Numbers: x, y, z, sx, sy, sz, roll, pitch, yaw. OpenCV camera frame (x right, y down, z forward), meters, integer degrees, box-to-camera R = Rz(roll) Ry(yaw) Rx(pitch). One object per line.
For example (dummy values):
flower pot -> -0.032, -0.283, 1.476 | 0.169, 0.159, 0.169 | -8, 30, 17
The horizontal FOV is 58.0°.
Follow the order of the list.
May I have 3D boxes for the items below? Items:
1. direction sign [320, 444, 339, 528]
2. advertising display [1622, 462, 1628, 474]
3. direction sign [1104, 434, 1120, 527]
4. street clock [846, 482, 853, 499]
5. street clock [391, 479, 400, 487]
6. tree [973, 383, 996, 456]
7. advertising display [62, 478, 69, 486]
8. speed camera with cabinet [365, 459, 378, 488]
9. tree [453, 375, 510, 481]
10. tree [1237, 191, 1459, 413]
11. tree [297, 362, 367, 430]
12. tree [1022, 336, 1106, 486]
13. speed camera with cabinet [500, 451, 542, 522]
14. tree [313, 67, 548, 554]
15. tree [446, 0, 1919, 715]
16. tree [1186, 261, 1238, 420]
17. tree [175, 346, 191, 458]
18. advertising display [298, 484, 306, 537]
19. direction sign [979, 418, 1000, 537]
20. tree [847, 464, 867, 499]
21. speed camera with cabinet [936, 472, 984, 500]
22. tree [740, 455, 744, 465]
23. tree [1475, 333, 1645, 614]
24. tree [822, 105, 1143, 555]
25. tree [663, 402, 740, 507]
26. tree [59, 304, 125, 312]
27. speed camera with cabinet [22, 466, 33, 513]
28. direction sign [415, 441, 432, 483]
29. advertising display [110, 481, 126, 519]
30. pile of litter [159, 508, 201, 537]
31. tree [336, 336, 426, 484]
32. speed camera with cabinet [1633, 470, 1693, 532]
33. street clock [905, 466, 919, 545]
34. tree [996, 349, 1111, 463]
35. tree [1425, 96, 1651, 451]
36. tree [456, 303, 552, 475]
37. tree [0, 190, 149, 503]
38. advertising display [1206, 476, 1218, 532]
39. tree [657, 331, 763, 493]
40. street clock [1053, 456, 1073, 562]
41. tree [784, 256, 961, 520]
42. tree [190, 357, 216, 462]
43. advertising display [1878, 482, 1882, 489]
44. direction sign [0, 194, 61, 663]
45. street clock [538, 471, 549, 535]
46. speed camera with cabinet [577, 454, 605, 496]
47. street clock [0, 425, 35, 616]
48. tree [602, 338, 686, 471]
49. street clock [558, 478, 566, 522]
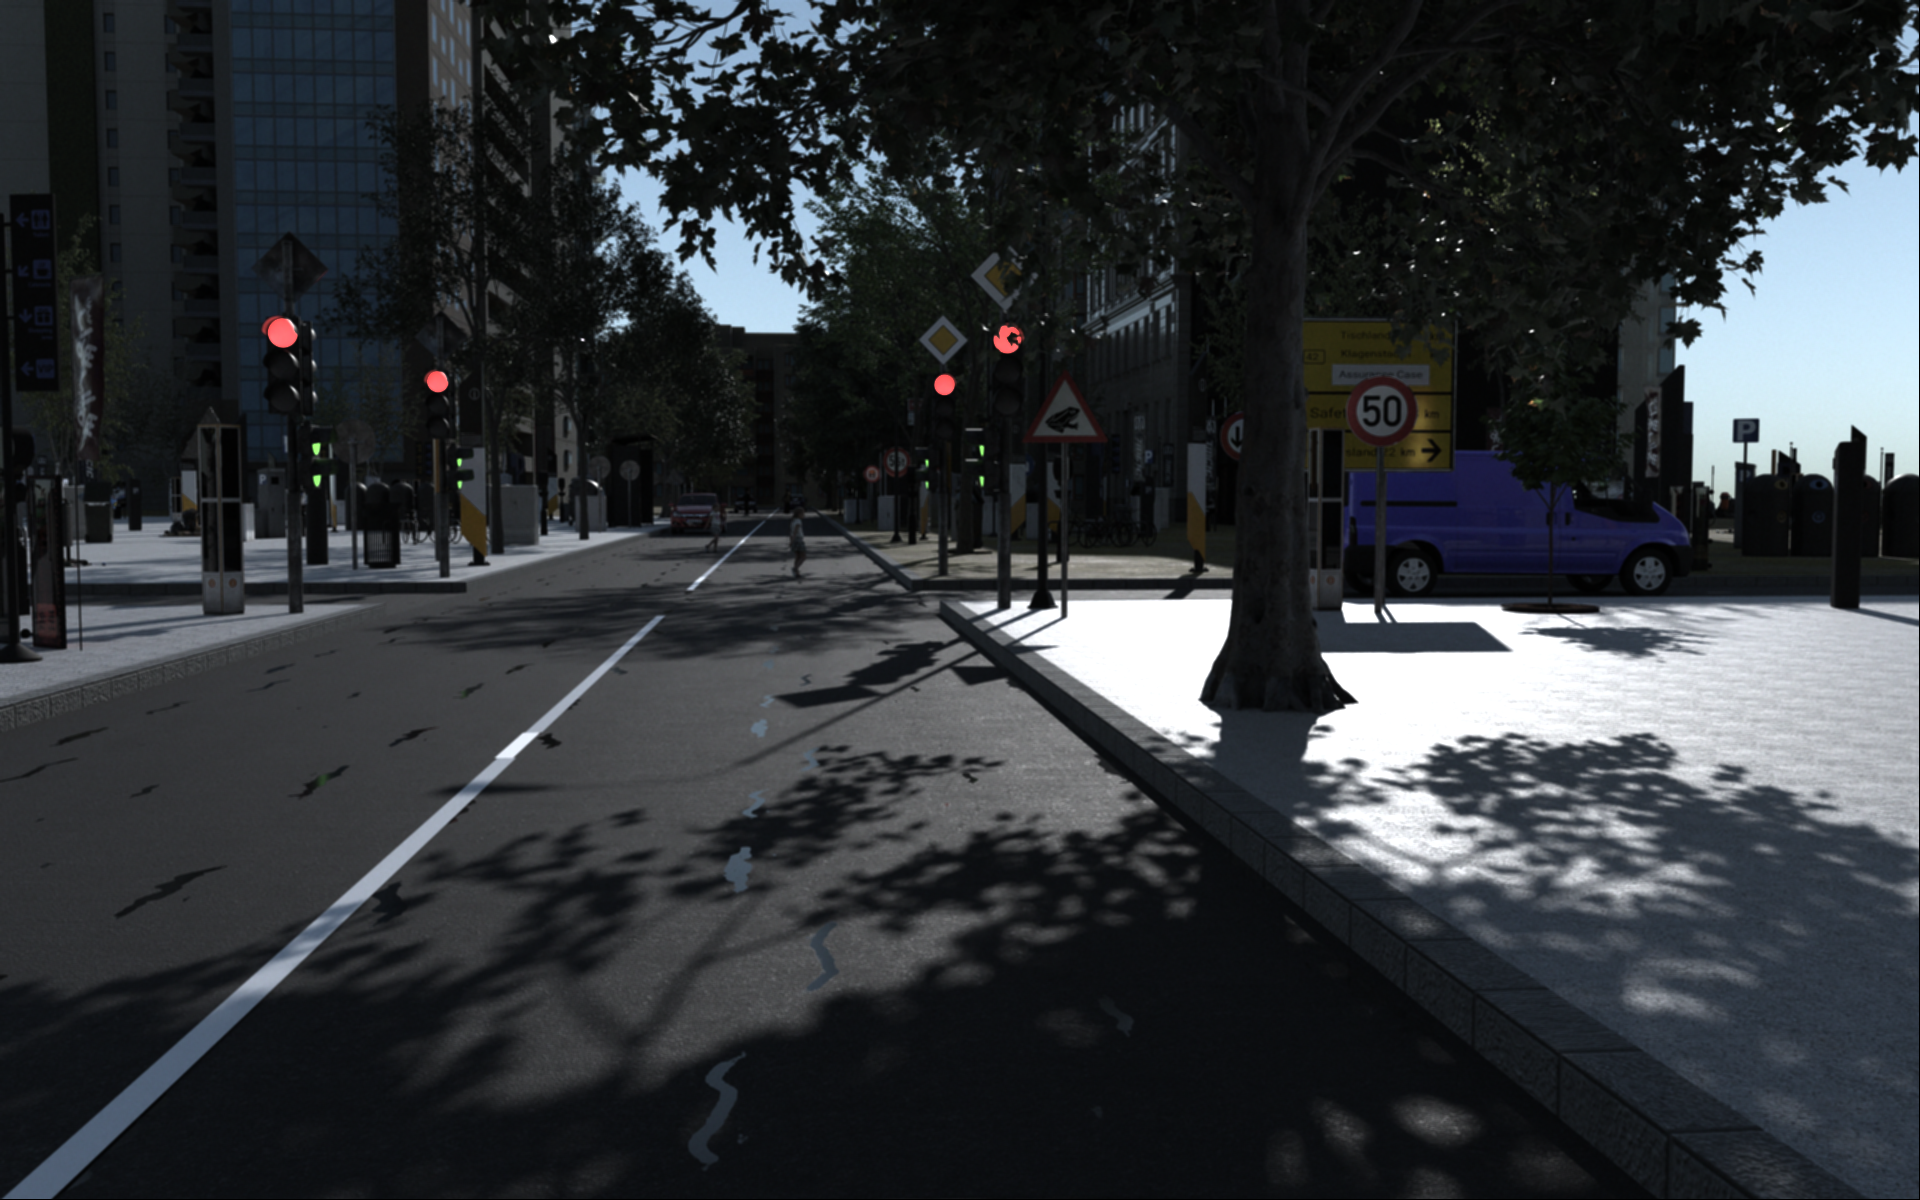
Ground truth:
direction sign -> -24.118, -4.538, 66.188 | 0.379, 3.537, 0.876 | 2, 4, 32
advertising display -> 13.090, -1.839, 35.284 | 0.974, 1.923, 0.123 | 3, 5, 44
direction sign -> 5.628, -4.492, 65.444 | 0.876, 3.537, 0.379 | -1, 4, -16
street clock -> -6.057, -5.552, 95.343 | 0.358, 2.002, 0.471 | -3, 5, -39
street clock -> -27.851, -4.954, 85.569 | 0.471, 2.002, 0.358 | -2, 4, -29
tree -> 2.124, -9.217, 101.054 | 4.737, 8.622, 4.395 | 0, 3, 0
advertising display -> -35.311, -3.860, 68.328 | 0.123, 1.923, 0.974 | -1, 4, -15
speed camera with cabinet -> -29.533, -5.685, 87.279 | 0.660, 3.252, 2.038 | -2, 4, -24
tree -> -27.230, -9.050, 98.337 | 4.737, 8.622, 4.395 | 0, 3, 0
tree -> 9.731, -5.618, 42.218 | 4.737, 8.622, 4.395 | 0, 3, 0
tree -> -35.169, -8.941, 96.542 | 4.737, 8.622, 4.395 | 0, 3, 0
tree -> 4.546, -7.798, 77.862 | 4.360, 8.622, 3.978 | 0, 3, 0
speed camera with cabinet -> -20.159, -5.188, 79.162 | 2.038, 3.252, 0.660 | -2, 4, -26
tree -> -9.854, -6.291, 37.269 | 8.767, 10.594, 7.601 | 1, 4, 11
tree -> 1.909, -5.698, 10.168 | 9.611, 12.733, 9.660 | 0, 3, 0
tree -> 9.372, -6.415, 55.249 | 4.737, 8.622, 4.395 | 0, 3, 0
tree -> -37.969, -7.899, 79.505 | 4.360, 8.622, 3.978 | 0, 3, 0
advertising display -> -19.778, -2.879, 52.293 | 0.123, 1.923, 0.974 | 0, 4, -1
direction sign -> 1.015, -3.656, 51.766 | 0.876, 3.537, 0.379 | 0, 4, 0
tree -> -5.365, -6.082, 94.040 | 1.663, 3.219, 1.824 | 0, 3, 0
speed camera with cabinet -> 0.019, -4.786, 72.582 | 2.038, 3.252, 0.660 | -2, 4, -27
tree -> -22.872, -13.522, 171.444 | 4.737, 8.622, 4.395 | 0, 3, 0
tree -> 6.473, -1.483, 18.855 | 1.663, 3.219, 1.824 | 0, 3, 0
tree -> 0.260, -6.797, 36.892 | 9.928, 11.665, 9.643 | 0, 3, 0
tree -> -17.689, -9.913, 112.438 | 4.737, 8.622, 4.395 | 0, 3, 0
tree -> -32.544, -6.983, 64.530 | 4.360, 8.622, 3.978 | 0, 3, 0
speed camera with cabinet -> -31.601, -3.854, 57.341 | 2.038, 3.252, 0.660 | 2, 4, 26
direction sign -> -23.144, -5.063, 74.780 | 0.379, 3.537, 0.876 | 2, 4, 30
advertising display -> -43.128, -5.099, 88.576 | 0.123, 1.923, 0.974 | 2, 4, 31
pile of litter -> -23.347, -2.361, 52.568 | 1.719, 0.858, 1.176 | 0, 4, -6
tree -> -26.633, -7.892, 79.390 | 4.360, 8.622, 3.978 | 0, 3, 0
speed camera with cabinet -> 24.109, -3.972, 59.281 | 2.038, 3.252, 0.660 | -1, 4, -11
street clock -> -1.212, -2.416, 44.066 | 0.358, 2.002, 0.471 | 0, 4, 4
tree -> 5.132, -8.273, 85.620 | 4.737, 8.622, 4.395 | 0, 3, 0
tree -> 10.220, -4.958, 31.430 | 4.360, 8.622, 3.978 | 0, 3, 0
tree -> -17.716, -7.090, 66.288 | 4.360, 8.622, 3.978 | 0, 3, 0
tree -> -21.924, -5.610, 42.080 | 4.737, 8.622, 4.395 | 0, 3, 0
advertising display -> 8.329, -3.280, 58.847 | 0.974, 1.923, 0.123 | 3, 5, 44
tree -> -17.612, -12.408, 120.996 | 7.486, 12.596, 7.792 | 0, 3, 0
street clock -> 1.956, -1.733, 32.911 | 0.358, 2.002, 0.471 | 2, 4, 26
tree -> -4.535, -11.046, 87.252 | 9.857, 13.997, 8.962 | 0, 3, 0
tree -> -39.479, -8.343, 86.763 | 4.360, 8.622, 3.978 | 0, 3, 0
advertising display -> 46.762, -5.122, 88.953 | 0.974, 1.923, 0.123 | 2, 4, 29
direction sign -> -7.262, -1.297, 13.200 | 0.876, 3.537, 0.379 | 0, 4, 6
street clock -> -13.058, -3.043, 54.320 | 0.358, 2.002, 0.471 | -2, 4, -25
speed camera with cabinet -> -17.960, -5.561, 85.266 | 0.660, 3.252, 2.038 | 2, 4, 28
street clock -> -9.997, -0.839, 18.291 | 0.471, 2.002, 0.358 | 2, 4, 29
tree -> -14.526, -7.937, 80.131 | 4.360, 8.622, 3.978 | 0, 3, 0
street clock -> -17.984, -4.505, 78.229 | 0.358, 2.002, 0.471 | -1, 4, -21
